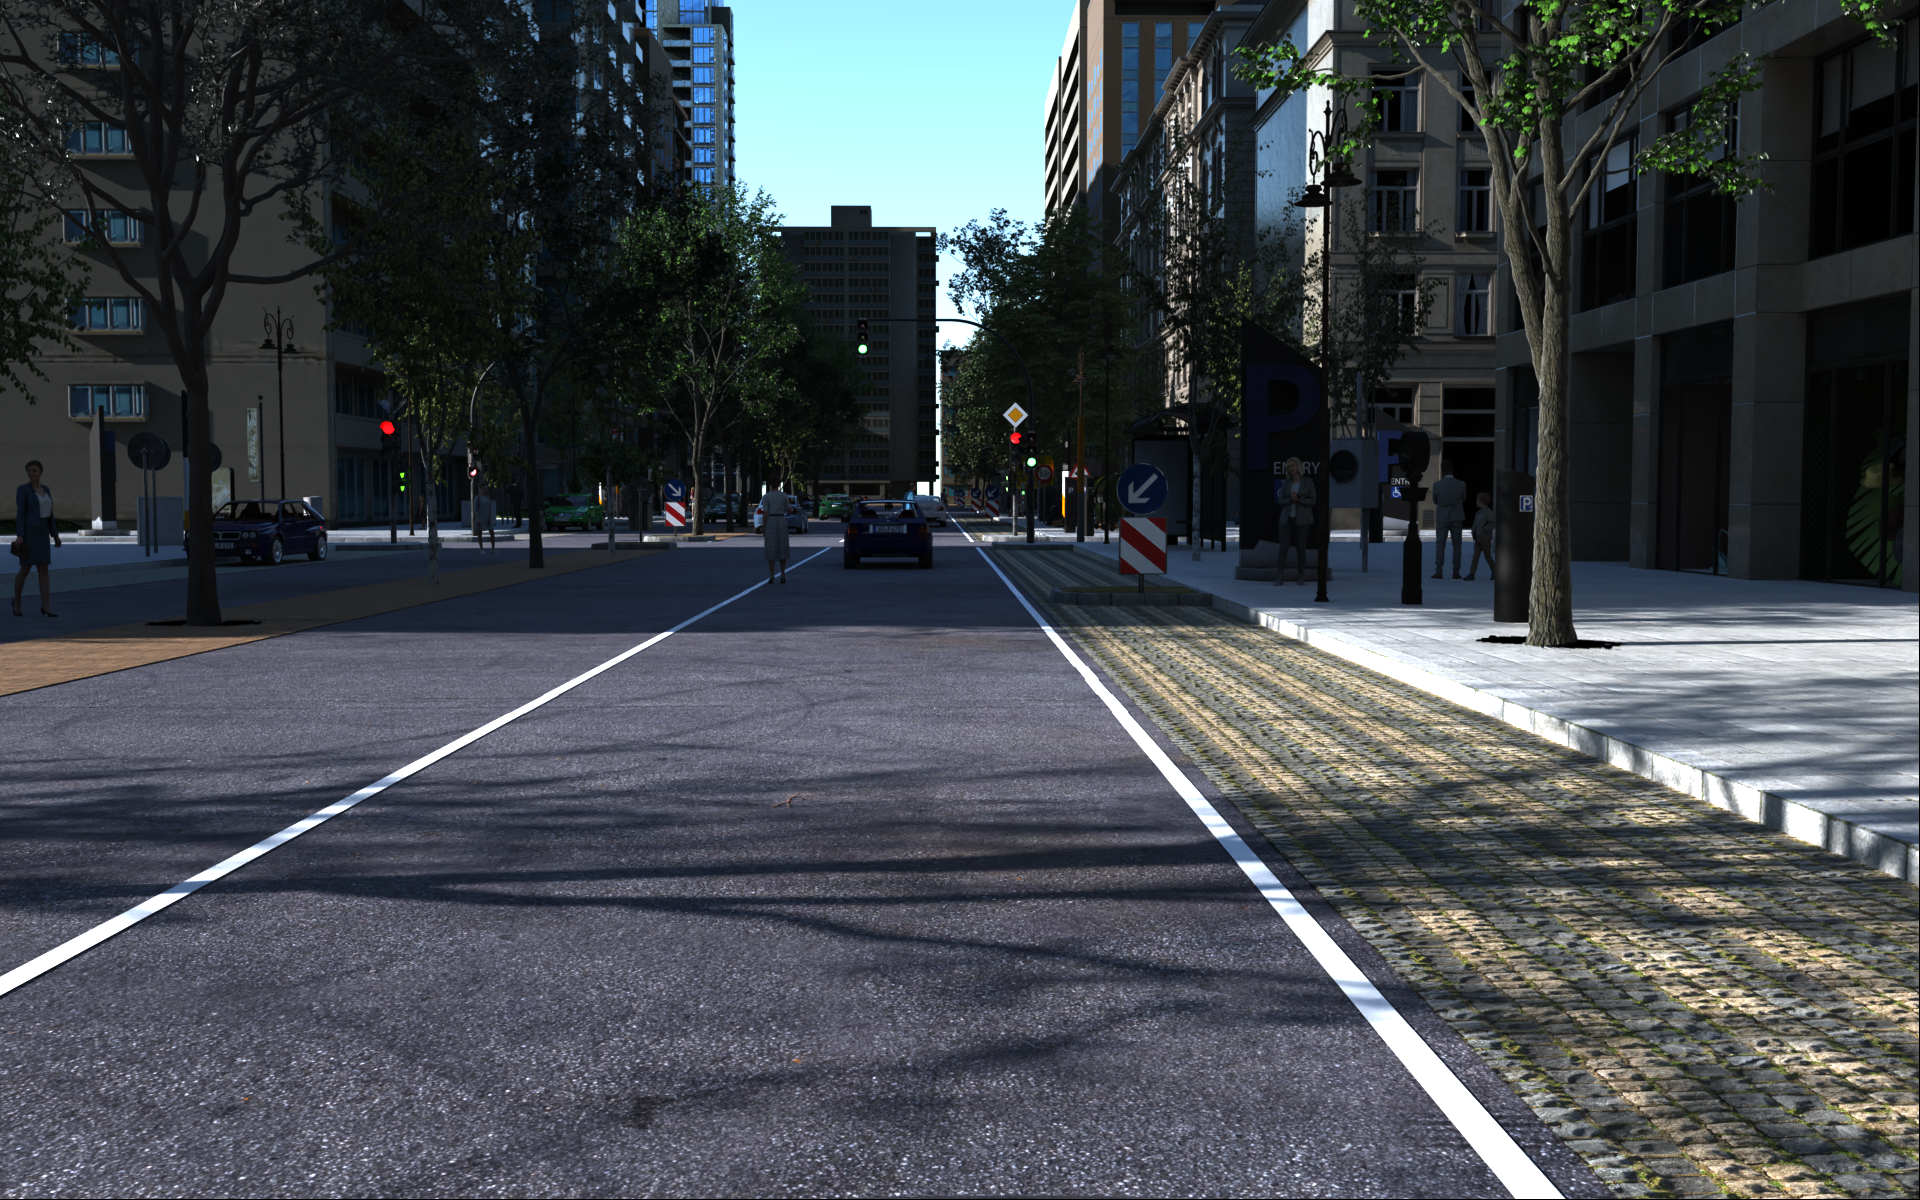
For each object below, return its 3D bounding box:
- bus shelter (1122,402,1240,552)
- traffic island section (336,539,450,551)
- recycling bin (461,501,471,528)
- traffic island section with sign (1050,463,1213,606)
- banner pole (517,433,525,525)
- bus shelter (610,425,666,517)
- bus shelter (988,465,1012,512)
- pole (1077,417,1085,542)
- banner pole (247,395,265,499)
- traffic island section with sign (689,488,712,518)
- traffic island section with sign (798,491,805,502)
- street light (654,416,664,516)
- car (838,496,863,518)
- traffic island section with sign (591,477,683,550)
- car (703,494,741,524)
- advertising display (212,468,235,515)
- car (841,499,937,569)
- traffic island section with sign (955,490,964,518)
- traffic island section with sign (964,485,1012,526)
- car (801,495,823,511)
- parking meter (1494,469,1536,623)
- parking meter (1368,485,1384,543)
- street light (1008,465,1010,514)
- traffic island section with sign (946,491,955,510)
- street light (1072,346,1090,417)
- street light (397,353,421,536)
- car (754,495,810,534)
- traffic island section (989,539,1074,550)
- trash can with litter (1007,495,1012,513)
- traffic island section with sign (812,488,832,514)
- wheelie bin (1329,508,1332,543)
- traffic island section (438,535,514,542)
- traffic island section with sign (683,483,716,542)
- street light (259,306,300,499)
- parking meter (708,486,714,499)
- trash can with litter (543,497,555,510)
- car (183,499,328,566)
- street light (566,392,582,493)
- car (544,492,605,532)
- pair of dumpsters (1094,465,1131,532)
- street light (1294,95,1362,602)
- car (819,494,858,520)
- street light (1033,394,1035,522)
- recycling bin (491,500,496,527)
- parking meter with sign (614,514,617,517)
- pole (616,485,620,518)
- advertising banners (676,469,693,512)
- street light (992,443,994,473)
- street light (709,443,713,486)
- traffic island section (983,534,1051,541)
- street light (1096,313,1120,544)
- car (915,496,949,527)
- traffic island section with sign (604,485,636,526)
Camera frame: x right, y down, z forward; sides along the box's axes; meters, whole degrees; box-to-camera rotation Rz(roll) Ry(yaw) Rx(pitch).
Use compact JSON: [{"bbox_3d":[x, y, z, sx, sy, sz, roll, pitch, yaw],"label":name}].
[{"bbox_3d":[5.126,-2.877,40.967,2.014,3.302,5.546,0,4,-1],"label":"bus shelter"},{"bbox_3d":[-14.688,-1.382,44.880,2.009,0.180,2.903,0,4,-1],"label":"traffic island section"},{"bbox_3d":[-18.731,-3.314,66.731,0.722,1.027,0.722,1,4,10],"label":"recycling bin"},{"bbox_3d":[2.223,-0.879,23.002,1.989,1.847,2.006,0,4,-1],"label":"traffic island section with sign"},{"bbox_3d":[-18.036,-4.946,70.885,0.401,3.779,0.863,0,4,-3],"label":"banner pole"},{"bbox_3d":[-19.209,-7.668,102.999,2.179,5.291,8.768,0,4,-1],"label":"bus shelter"},{"bbox_3d":[3.101,-7.920,123.414,2.014,3.302,5.546,0,4,-1],"label":"bus shelter"},{"bbox_3d":[3.213,-3.194,46.065,0.158,3.312,0.155,0,3,0],"label":"pole"},{"bbox_3d":[-17.829,-3.297,43.924,0.863,3.779,0.401,3,4,36],"label":"banner pole"},{"bbox_3d":[-15.382,-5.911,105.277,1.989,1.847,2.006,0,4,-1],"label":"traffic island section with sign"},{"bbox_3d":[-16.676,-10.654,182.820,1.989,1.847,2.006,0,4,-1],"label":"traffic island section with sign"},{"bbox_3d":[-17.597,-7.857,101.245,0.468,5.910,1.993,0,4,-1],"label":"street light"},{"bbox_3d":[-6.514,-5.665,105.199,1.945,1.354,3.894,0,4,-1],"label":"car"},{"bbox_3d":[-8.444,-2.268,45.218,2.006,1.907,1.989,0,4,-1],"label":"traffic island section with sign"},{"bbox_3d":[-11.598,-4.523,85.749,2.131,1.459,4.920,0,4,-1],"label":"car"},{"bbox_3d":[-18.126,-2.279,42.474,0.974,1.923,0.123,2,4,32],"label":"advertising display"},{"bbox_3d":[-1.424,-1.349,34.637,1.945,1.354,3.894,0,4,-2],"label":"car"},{"bbox_3d":[0.848,-5.914,105.328,1.989,1.847,2.006,0,4,-1],"label":"traffic island section with sign"},{"bbox_3d":[1.310,-4.240,77.950,1.989,1.847,2.006,0,4,-1],"label":"traffic island section with sign"},{"bbox_3d":[-12.398,-8.092,144.890,1.945,1.354,3.894,0,4,-2],"label":"car"},{"bbox_3d":[5.566,-0.549,17.386,0.372,1.533,0.369,0,3,0],"label":"parking meter"},{"bbox_3d":[10.937,-2.270,45.525,0.372,1.533,0.369,0,3,0],"label":"parking meter"},{"bbox_3d":[2.935,-8.020,103.911,0.468,5.910,1.993,0,4,-1],"label":"street light"},{"bbox_3d":[0.005,-8.958,155.095,1.989,1.847,2.006,0,4,-1],"label":"traffic island section with sign"},{"bbox_3d":[3.773,-4.972,54.083,0.468,5.910,1.993,0,4,-1],"label":"street light"},{"bbox_3d":[-16.948,-4.929,53.382,0.468,5.910,1.993,0,4,-1],"label":"street light"},{"bbox_3d":[-6.506,-3.130,63.184,2.014,1.417,4.499,0,4,-2],"label":"car"},{"bbox_3d":[1.851,-1.399,45.152,2.009,0.180,2.903,0,4,-1],"label":"traffic island section"},{"bbox_3d":[3.471,-6.529,117.809,2.233,1.210,1.678,2,4,33],"label":"trash can with litter"},{"bbox_3d":[-9.831,-7.316,127.752,2.006,1.907,1.989,0,4,-1],"label":"traffic island section with sign"},{"bbox_3d":[9.365,-2.301,45.529,0.980,1.594,0.693,3,5,40],"label":"wheelie bin"},{"bbox_3d":[-14.822,-1.871,52.864,2.009,0.180,2.903,0,4,-1],"label":"traffic island section"},{"bbox_3d":[-8.559,-2.721,52.624,2.006,1.907,1.989,0,4,-1],"label":"traffic island section with sign"},{"bbox_3d":[-16.776,-4.283,42.822,0.468,5.910,1.993,0,4,-1],"label":"street light"},{"bbox_3d":[-17.676,-7.166,122.868,0.255,1.863,0.399,3,5,39],"label":"parking meter"},{"bbox_3d":[-18.471,-4.060,77.775,0.624,1.170,1.055,-1,4,-22],"label":"trash can with litter"},{"bbox_3d":[-14.442,-1.410,35.640,1.945,1.354,3.894,0,4,-1],"label":"car"},{"bbox_3d":[-17.215,-6.393,77.314,0.468,5.910,1.993,0,4,-1],"label":"street light"},{"bbox_3d":[-14.917,-3.553,66.882,1.959,1.807,4.718,0,4,-1],"label":"car"},{"bbox_3d":[5.558,-3.583,61.078,1.574,2.255,4.437,0,4,-1],"label":"pair of dumpsters"},{"bbox_3d":[4.318,-2.918,20.495,0.468,5.910,1.993,0,4,-1],"label":"street light"},{"bbox_3d":[-6.732,-5.118,95.476,2.131,1.459,4.920,0,4,0],"label":"car"},{"bbox_3d":[3.293,-6.436,78.012,0.468,5.910,1.993,0,4,-1],"label":"street light"},{"bbox_3d":[-18.735,-3.416,68.409,0.722,1.027,0.722,-1,4,-22],"label":"recycling bin"},{"bbox_3d":[-19.331,-6.169,97.131,0.543,3.016,1.738,-1,4,-10],"label":"parking meter with sign"},{"bbox_3d":[-18.093,-5.980,91.615,0.158,3.312,0.155,0,3,0],"label":"pole"},{"bbox_3d":[-19.598,-7.799,123.707,0.090,3.025,2.074,2,4,29],"label":"advertising banners"},{"bbox_3d":[2.445,-9.483,127.840,0.468,5.910,1.993,0,4,-1],"label":"street light"},{"bbox_3d":[-18.067,-9.329,125.309,0.468,5.910,1.993,0,4,-1],"label":"street light"},{"bbox_3d":[1.717,-1.887,53.136,2.009,0.180,2.903,0,4,-1],"label":"traffic island section"},{"bbox_3d":[3.775,-4.381,44.423,0.468,5.910,1.993,0,4,-1],"label":"street light"},{"bbox_3d":[-1.539,-3.927,76.565,2.083,1.381,4.827,0,4,-1],"label":"car"},{"bbox_3d":[-14.924,-4.240,77.951,1.989,1.847,2.006,0,4,-1],"label":"traffic island section with sign"}]
